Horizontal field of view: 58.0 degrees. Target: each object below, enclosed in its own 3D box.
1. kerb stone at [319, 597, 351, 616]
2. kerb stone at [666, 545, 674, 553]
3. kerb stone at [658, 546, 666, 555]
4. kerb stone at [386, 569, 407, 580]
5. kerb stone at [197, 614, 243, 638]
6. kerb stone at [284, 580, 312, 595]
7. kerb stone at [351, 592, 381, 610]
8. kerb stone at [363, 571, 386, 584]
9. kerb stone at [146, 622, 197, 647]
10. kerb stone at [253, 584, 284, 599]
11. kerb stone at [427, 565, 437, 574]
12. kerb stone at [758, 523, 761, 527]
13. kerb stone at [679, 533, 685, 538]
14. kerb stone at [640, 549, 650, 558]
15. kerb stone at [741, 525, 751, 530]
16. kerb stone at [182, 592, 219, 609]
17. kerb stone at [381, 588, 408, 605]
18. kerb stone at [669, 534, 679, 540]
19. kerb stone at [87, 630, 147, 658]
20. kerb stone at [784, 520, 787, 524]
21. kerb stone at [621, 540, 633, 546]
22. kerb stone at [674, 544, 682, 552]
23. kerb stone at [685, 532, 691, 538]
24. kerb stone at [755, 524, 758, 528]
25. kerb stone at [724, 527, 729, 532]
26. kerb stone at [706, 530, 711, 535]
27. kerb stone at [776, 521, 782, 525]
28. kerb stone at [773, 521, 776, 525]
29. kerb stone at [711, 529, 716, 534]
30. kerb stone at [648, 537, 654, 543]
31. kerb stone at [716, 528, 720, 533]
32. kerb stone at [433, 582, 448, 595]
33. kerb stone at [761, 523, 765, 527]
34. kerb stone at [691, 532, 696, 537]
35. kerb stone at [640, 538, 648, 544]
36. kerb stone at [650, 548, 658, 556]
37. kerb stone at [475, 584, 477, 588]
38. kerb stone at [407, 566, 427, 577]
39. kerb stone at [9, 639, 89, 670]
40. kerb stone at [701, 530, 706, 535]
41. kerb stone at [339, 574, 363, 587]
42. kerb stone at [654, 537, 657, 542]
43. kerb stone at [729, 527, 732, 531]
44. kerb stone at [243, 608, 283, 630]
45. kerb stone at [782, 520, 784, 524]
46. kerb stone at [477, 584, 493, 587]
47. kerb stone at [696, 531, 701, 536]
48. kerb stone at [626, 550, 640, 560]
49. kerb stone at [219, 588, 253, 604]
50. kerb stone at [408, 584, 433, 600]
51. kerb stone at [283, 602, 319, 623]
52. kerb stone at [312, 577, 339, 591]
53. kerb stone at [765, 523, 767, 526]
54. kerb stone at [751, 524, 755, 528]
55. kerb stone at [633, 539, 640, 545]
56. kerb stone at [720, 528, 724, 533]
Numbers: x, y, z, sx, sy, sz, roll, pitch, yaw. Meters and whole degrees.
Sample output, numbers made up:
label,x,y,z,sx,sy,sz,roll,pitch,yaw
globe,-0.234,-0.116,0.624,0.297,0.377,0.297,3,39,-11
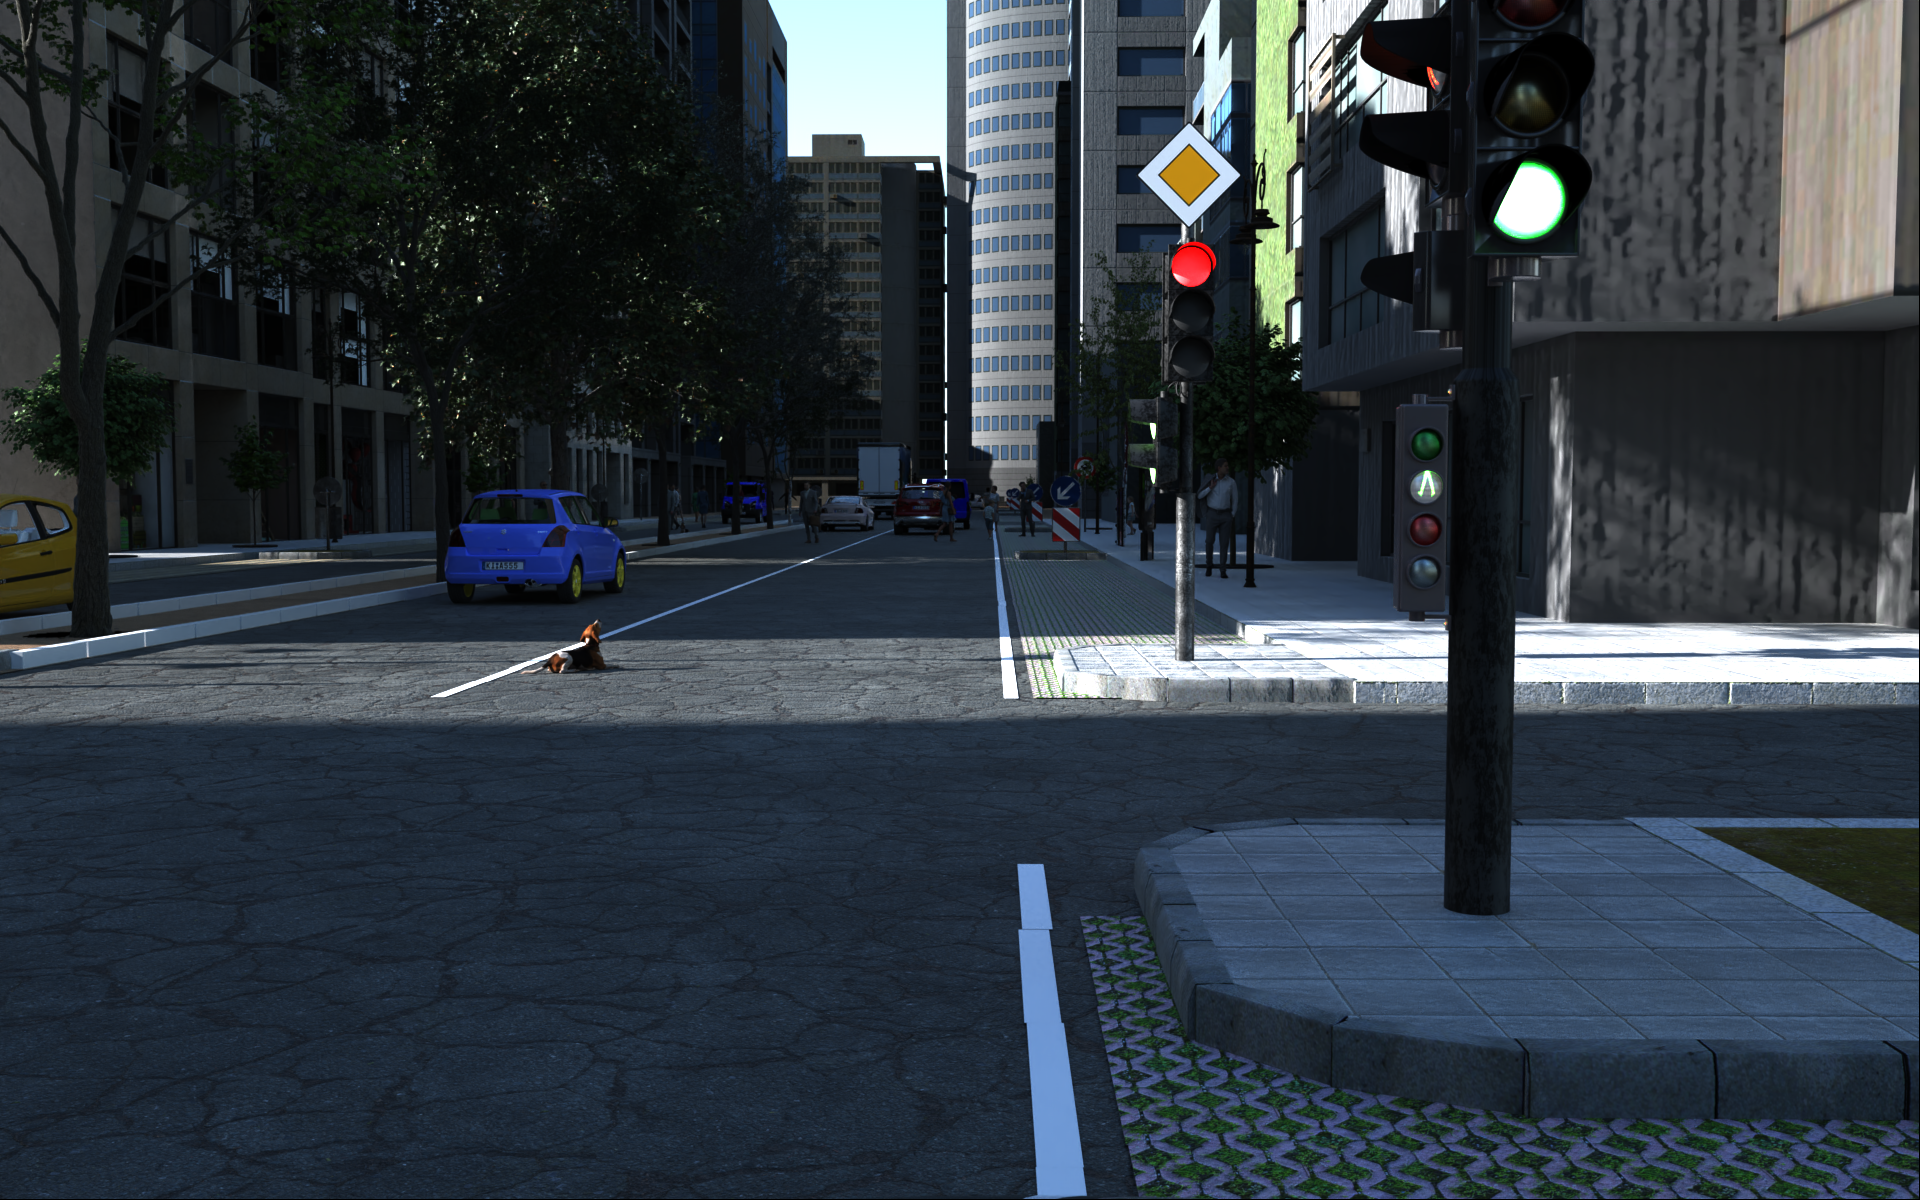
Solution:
label,x,y,z,sx,sy,sz,roll,pitch,yaw
kerb stone,-7.562,0.089,20.733,0.120,0.150,1.000,0,4,1
kerb stone,-7.183,-1.227,42.255,0.120,0.150,1.000,0,4,1
kerb stone,-7.205,-1.163,41.233,0.120,0.150,1.000,0,4,1
kerb stone,-9.524,-0.414,28.966,0.120,0.150,1.000,0,4,1
kerb stone,-7.617,0.277,17.659,0.120,0.150,1.000,0,4,1
kerb stone,-9.593,-0.164,24.872,0.120,0.150,1.000,0,4,1
kerb stone,-7.542,0.027,21.757,0.120,0.150,1.000,0,4,1
kerb stone,-9.541,-0.352,27.944,0.120,0.150,1.000,0,4,1
kerb stone,-7.639,0.340,16.637,0.120,0.150,1.000,0,4,1
kerb stone,-9.613,-0.099,23.850,0.120,0.150,1.000,0,4,1
kerb stone,-9.490,-0.536,31.011,0.120,0.150,1.000,0,4,1
kerb stone,-8.728,-3.174,74.097,0.120,0.150,1.000,0,4,1
kerb stone,-9.051,-2.039,55.623,0.120,0.150,1.000,0,4,1
kerb stone,-7.239,-1.039,39.184,0.120,0.150,1.000,0,4,1
kerb stone,-8.789,-2.984,71.027,0.120,0.150,1.000,0,4,1
kerb stone,-9.652,0.024,21.806,0.120,0.150,1.000,0,4,1
kerb stone,-7.526,-0.034,22.786,0.120,0.150,1.000,0,4,1
kerb stone,-9.079,-1.981,54.592,0.120,0.150,1.000,0,4,1
kerb stone,-7.654,0.403,15.610,0.120,0.150,1.000,0,4,1
kerb stone,-8.575,-3.737,83.303,0.120,0.150,1.000,0,4,1
kerb stone,-9.194,-1.542,47.424,0.120,0.150,1.000,0,4,1
kerb stone,-7.169,-1.289,43.277,0.120,0.150,1.000,0,4,1
kerb stone,-9.038,-2.107,56.648,0.120,0.150,1.000,0,4,1
kerb stone,-8.754,-3.112,73.072,0.120,0.150,1.000,0,4,1
kerb stone,-8.895,-2.610,64.864,0.120,0.150,1.000,0,4,1
kerb stone,-8.967,-2.359,60.770,0.120,0.150,1.000,0,4,1
kerb stone,-8.608,-3.610,81.258,0.120,0.150,1.000,0,4,1
kerb stone,-8.645,-3.487,79.212,0.120,0.150,1.000,0,4,1
kerb stone,-8.944,-2.422,61.796,0.120,0.150,1.000,0,4,1
kerb stone,-9.142,-1.731,50.502,0.120,0.150,1.000,0,4,1
kerb stone,-8.921,-2.485,62.820,0.120,0.150,1.000,0,4,1
kerb stone,-7.492,-0.161,24.835,0.120,0.150,1.000,0,4,1
kerb stone,-8.713,-3.237,75.120,0.120,0.150,1.000,0,4,1
kerb stone,-9.017,-2.170,57.671,0.120,0.150,1.000,0,4,1
kerb stone,-9.159,-1.667,49.480,0.120,0.150,1.000,0,4,1
kerb stone,-7.229,-1.102,40.209,0.120,0.150,1.000,0,4,1
kerb stone,-7.466,-0.220,25.857,0.120,0.150,1.000,0,4,1
kerb stone,-9.499,-0.472,29.989,0.120,0.150,1.000,0,4,1
kerb stone,-7.676,0.467,14.588,0.120,0.150,1.000,0,4,1
kerb stone,-8.987,-2.293,59.740,0.120,0.150,1.000,0,4,1
kerb stone,-9.554,-0.289,26.922,0.120,0.150,1.000,0,4,1
kerb stone,-9.125,-1.793,51.524,0.120,0.150,1.000,0,4,1
kerb stone,-8.875,-2.673,65.891,0.120,0.150,1.000,0,4,1
kerb stone,-7.598,0.217,18.689,0.120,0.150,1.000,0,4,1
kerb stone,-8.589,-3.675,82.281,0.120,0.150,1.000,0,4,1
kerb stone,-7.459,-0.286,26.879,0.120,0.150,1.000,0,4,1
kerb stone,-9.004,-2.228,58.702,0.120,0.150,1.000,0,4,1
kerb stone,-7.261,-0.977,38.162,0.120,0.150,1.000,0,4,1
kerb stone,-9.629,-0.039,22.828,0.120,0.150,1.000,0,4,1
kerb stone,-7.507,-0.095,23.811,0.120,0.150,1.000,0,4,1
kerb stone,-7.581,0.152,19.711,0.120,0.150,1.000,0,4,1
kerb stone,-9.574,-0.226,25.894,0.120,0.150,1.000,0,4,1
kerb stone,-8.698,-3.298,76.142,0.120,0.150,1.000,0,4,1
kerb stone,-8.768,-3.048,72.050,0.120,0.150,1.000,0,4,1
kerb stone,-9.181,-1.606,48.453,0.120,0.150,1.000,0,4,1
kerb stone,-8.918,-2.545,63.842,0.120,0.150,1.000,0,4,1
